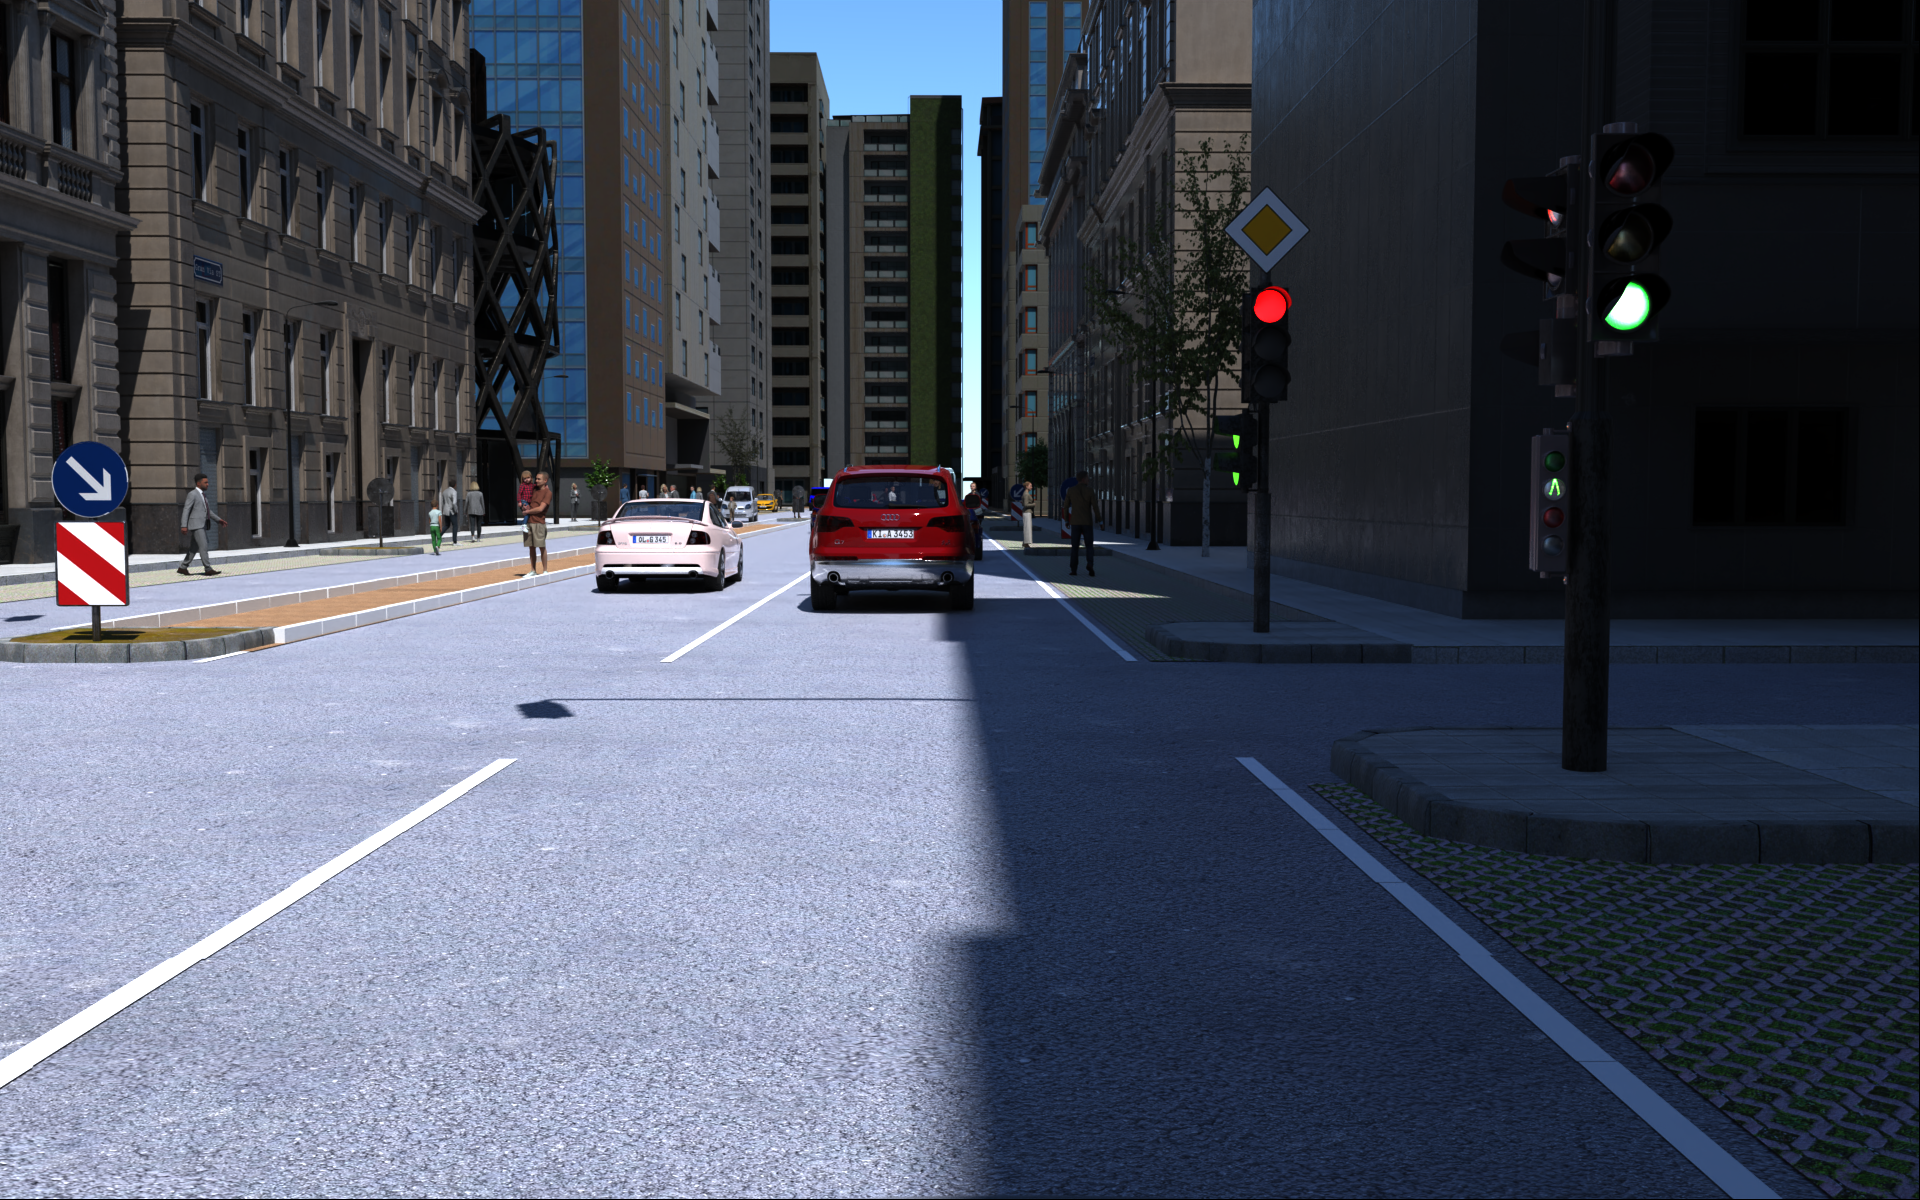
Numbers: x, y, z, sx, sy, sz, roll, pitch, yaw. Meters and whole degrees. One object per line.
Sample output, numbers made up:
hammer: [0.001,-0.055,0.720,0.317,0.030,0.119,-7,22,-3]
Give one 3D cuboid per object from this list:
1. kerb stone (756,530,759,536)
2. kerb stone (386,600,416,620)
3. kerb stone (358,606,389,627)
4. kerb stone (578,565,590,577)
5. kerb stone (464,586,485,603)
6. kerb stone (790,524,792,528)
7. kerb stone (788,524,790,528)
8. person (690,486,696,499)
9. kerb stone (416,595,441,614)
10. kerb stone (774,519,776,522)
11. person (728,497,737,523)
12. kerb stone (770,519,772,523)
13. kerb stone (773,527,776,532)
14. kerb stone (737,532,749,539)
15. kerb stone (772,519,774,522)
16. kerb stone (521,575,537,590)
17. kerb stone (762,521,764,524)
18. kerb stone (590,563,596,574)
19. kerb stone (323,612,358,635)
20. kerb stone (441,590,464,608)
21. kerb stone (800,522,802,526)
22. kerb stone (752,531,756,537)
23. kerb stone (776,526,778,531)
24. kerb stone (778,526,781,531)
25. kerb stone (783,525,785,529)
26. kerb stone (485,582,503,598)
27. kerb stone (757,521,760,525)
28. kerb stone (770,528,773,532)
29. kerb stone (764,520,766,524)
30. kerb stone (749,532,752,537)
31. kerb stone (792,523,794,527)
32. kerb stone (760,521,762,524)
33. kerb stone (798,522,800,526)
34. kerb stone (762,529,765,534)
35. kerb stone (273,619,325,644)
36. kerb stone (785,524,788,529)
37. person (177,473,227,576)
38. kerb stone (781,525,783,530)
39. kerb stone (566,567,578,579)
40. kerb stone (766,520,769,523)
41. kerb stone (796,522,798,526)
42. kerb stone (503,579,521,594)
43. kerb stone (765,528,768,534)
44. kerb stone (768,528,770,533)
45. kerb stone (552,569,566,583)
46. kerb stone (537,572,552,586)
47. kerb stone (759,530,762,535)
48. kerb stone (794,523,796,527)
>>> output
kerb stone: [-7.058,-2.251,59.045,0.120,0.150,1.000,0,4,-1]
kerb stone: [-6.544,0.129,20.080,0.120,0.150,1.000,0,4,-1]
kerb stone: [-6.533,0.196,19.058,0.120,0.150,1.000,0,4,-1]
kerb stone: [-6.686,-0.498,30.336,0.120,0.150,1.000,0,4,-1]
kerb stone: [-6.580,-0.059,23.157,0.120,0.150,1.000,0,4,-1]
kerb stone: [-7.236,-3.066,72.382,0.120,0.150,1.000,0,4,-1]
kerb stone: [-7.220,-3.007,71.353,0.120,0.150,1.000,0,4,-1]
person: [-13.083,-4.703,85.260,0.748,1.841,0.638,0,4,6]
kerb stone: [-6.556,0.066,21.110,0.120,0.150,1.000,0,4,-1]
kerb stone: [-9.542,-4.009,87.746,0.120,0.150,1.000,0,4,-1]
person: [-11.140,-4.404,84.783,0.475,1.303,0.640,0,4,-3]
kerb stone: [-9.512,-3.883,85.686,0.120,0.150,1.000,0,4,-1]
kerb stone: [-7.142,-2.630,65.217,0.120,0.150,1.000,0,4,-1]
kerb stone: [-7.026,-2.062,55.971,0.120,0.150,1.000,0,4,-1]
kerb stone: [-9.527,-3.946,86.717,0.120,0.150,1.000,0,4,-1]
kerb stone: [-6.624,-0.242,26.230,0.120,0.150,1.000,0,4,-1]
kerb stone: [-9.456,-3.626,81.597,0.120,0.150,1.000,0,4,-1]
kerb stone: [-6.698,-0.550,31.362,0.120,0.150,1.000,0,4,-1]
kerb stone: [-6.520,0.257,18.036,0.120,0.150,1.000,0,4,-1]
kerb stone: [-6.573,0.004,22.133,0.120,0.150,1.000,0,4,-1]
kerb stone: [-7.301,-3.383,77.513,0.120,0.150,1.000,0,4,-1]
kerb stone: [-7.044,-2.188,58.023,0.120,0.150,1.000,0,4,-1]
kerb stone: [-7.150,-2.690,66.239,0.120,0.150,1.000,0,4,-1]
kerb stone: [-7.163,-2.754,67.261,0.120,0.150,1.000,0,4,-1]
kerb stone: [-7.204,-2.882,69.309,0.120,0.150,1.000,0,4,-1]
kerb stone: [-6.599,-0.122,24.186,0.120,0.150,1.000,0,4,-1]
kerb stone: [-9.428,-3.504,79.549,0.120,0.150,1.000,0,4,-1]
kerb stone: [-7.129,-2.568,64.185,0.120,0.150,1.000,0,4,-1]
kerb stone: [-9.472,-3.696,82.619,0.120,0.150,1.000,0,4,-1]
kerb stone: [-7.037,-2.129,56.997,0.120,0.150,1.000,0,4,-1]
kerb stone: [-7.243,-3.129,73.412,0.120,0.150,1.000,0,4,-1]
kerb stone: [-9.444,-3.569,80.575,0.120,0.150,1.000,0,4,-1]
kerb stone: [-7.287,-3.321,76.491,0.120,0.150,1.000,0,4,-1]
kerb stone: [-7.083,-2.379,61.098,0.120,0.150,1.000,0,4,-1]
kerb stone: [-6.505,0.317,17.014,0.120,0.150,1.000,0,4,-1]
kerb stone: [-7.209,-2.939,70.332,0.120,0.150,1.000,0,4,-1]
person: [-13.261,-1.308,30.167,0.850,1.792,0.678,0,4,1]
kerb stone: [-7.183,-2.817,68.287,0.120,0.150,1.000,0,4,-1]
kerb stone: [-6.674,-0.433,29.314,0.120,0.150,1.000,0,4,-1]
kerb stone: [-9.477,-3.753,83.642,0.120,0.150,1.000,0,4,-1]
kerb stone: [-7.279,-3.255,75.458,0.120,0.150,1.000,0,4,-1]
kerb stone: [-6.611,-0.183,25.208,0.120,0.150,1.000,0,4,-1]
kerb stone: [-7.103,-2.441,62.129,0.120,0.150,1.000,0,4,-1]
kerb stone: [-7.115,-2.505,63.163,0.120,0.150,1.000,0,4,-1]
kerb stone: [-6.650,-0.373,28.287,0.120,0.150,1.000,0,4,-1]
kerb stone: [-6.636,-0.309,27.262,0.120,0.150,1.000,0,4,-1]
kerb stone: [-7.069,-2.313,60.069,0.120,0.150,1.000,0,4,-1]
kerb stone: [-7.263,-3.194,74.434,0.120,0.150,1.000,0,4,-1]
